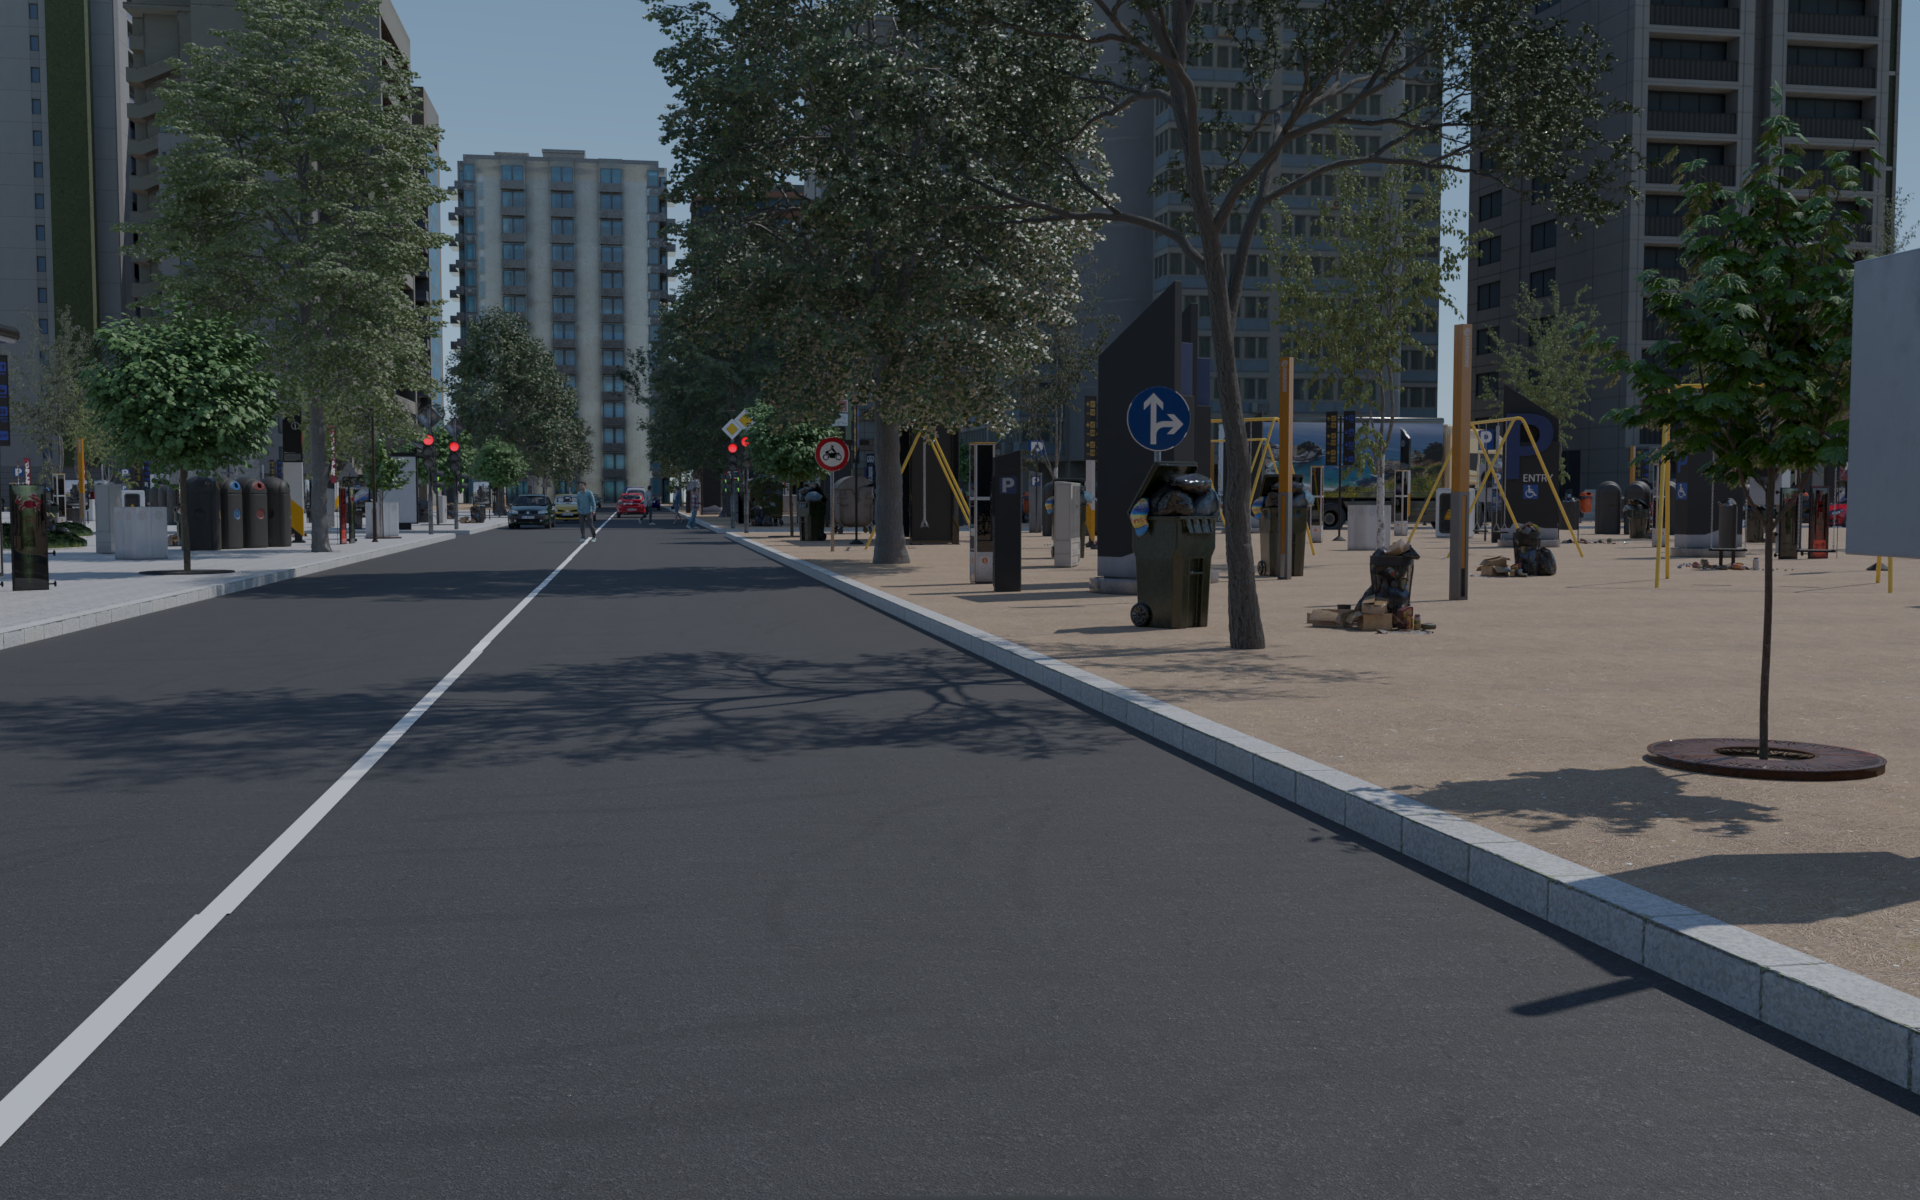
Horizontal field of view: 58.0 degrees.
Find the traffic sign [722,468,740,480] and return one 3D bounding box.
[{"bbox_3d":[-8.801,-4.108,67.175,0.884,2.594,0.081,0,4,-3],"label":"traffic sign"}]

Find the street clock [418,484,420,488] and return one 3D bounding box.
[{"bbox_3d":[-27.288,-5.024,86.716,0.471,2.002,0.358,2,4,33],"label":"street clock"}]

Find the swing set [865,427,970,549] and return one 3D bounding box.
[{"bbox_3d":[-0.856,-2.690,41.598,2.862,2.851,3.119,0,4,-3],"label":"swing set"}]

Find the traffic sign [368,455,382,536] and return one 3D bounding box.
[{"bbox_3d":[-17.049,-3.106,50.892,0.768,2.556,0.104,0,4,-6],"label":"traffic sign"}]

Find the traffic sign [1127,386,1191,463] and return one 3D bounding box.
[{"bbox_3d":[2.335,-1.247,20.499,0.768,2.556,0.104,0,4,-7],"label":"traffic sign"}]

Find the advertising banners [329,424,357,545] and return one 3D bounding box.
[{"bbox_3d":[-15.734,-2.932,44.131,0.090,3.025,2.074,0,4,-3],"label":"advertising banners"}]

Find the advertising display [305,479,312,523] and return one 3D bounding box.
[{"bbox_3d":[-28.871,-4.376,76.766,0.123,1.923,0.974,-2,4,-32],"label":"advertising display"}]

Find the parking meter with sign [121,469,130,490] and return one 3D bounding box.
[{"bbox_3d":[-57.643,-7.537,119.494,0.543,3.016,1.738,-1,4,-21],"label":"parking meter with sign"}]

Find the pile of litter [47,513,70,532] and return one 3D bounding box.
[{"bbox_3d":[-23.316,-1.840,44.041,1.719,0.858,1.176,-2,4,-25],"label":"pile of litter"}]

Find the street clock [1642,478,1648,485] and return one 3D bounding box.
[{"bbox_3d":[31.171,-4.545,78.876,0.358,2.002,0.471,2,4,29],"label":"street clock"}]

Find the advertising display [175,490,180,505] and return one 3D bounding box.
[{"bbox_3d":[-24.196,-2.989,54.078,0.123,1.923,0.974,0,4,3],"label":"advertising display"}]

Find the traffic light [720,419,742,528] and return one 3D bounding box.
[{"bbox_3d":[-8.490,-4.621,64.481,0.839,4.253,0.868,-1,4,-11],"label":"traffic light"}]

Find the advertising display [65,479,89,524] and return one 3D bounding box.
[{"bbox_3d":[-38.105,-4.250,74.705,0.974,1.923,0.123,-1,4,-15],"label":"advertising display"}]

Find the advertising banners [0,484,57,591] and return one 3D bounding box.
[{"bbox_3d":[-12.825,-1.603,22.389,0.090,3.025,2.074,3,5,41],"label":"advertising banners"}]

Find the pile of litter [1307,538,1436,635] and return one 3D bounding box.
[{"bbox_3d":[3.941,-0.164,16.644,1.176,0.858,1.719,0,4,3],"label":"pile of litter"}]

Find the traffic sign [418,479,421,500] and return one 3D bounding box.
[{"bbox_3d":[-26.889,-5.246,85.870,0.768,2.556,0.104,0,4,-2],"label":"traffic sign"}]

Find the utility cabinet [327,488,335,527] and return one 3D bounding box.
[{"bbox_3d":[-24.316,-3.546,66.650,0.318,1.500,1.173,-2,4,-29],"label":"utility cabinet"}]

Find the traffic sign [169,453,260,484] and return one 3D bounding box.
[{"bbox_3d":[-19.025,-3.078,44.195,2.265,3.308,0.079,0,4,-3],"label":"traffic sign"}]

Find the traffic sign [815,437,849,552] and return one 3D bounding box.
[{"bbox_3d":[-2.849,-2.356,38.628,0.768,2.556,0.104,0,4,-7],"label":"traffic sign"}]

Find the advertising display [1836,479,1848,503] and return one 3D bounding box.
[{"bbox_3d":[37.076,-4.135,72.821,0.123,1.923,0.974,0,4,6],"label":"advertising display"}]

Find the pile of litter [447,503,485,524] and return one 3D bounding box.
[{"bbox_3d":[-21.558,-3.800,76.097,1.176,0.858,1.719,2,4,23],"label":"pile of litter"}]

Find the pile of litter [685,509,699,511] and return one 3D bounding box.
[{"bbox_3d":[-20.438,-7.265,132.753,1.176,0.858,1.719,-1,4,-20],"label":"pile of litter"}]

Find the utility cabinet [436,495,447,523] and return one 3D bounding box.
[{"bbox_3d":[-22.936,-4.004,76.630,0.306,1.237,1.020,0,4,-7],"label":"utility cabinet"}]

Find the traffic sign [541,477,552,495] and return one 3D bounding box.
[{"bbox_3d":[-31.610,-8.094,132.334,0.884,2.594,0.081,0,4,-5],"label":"traffic sign"}]

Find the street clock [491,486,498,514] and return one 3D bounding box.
[{"bbox_3d":[-30.638,-6.693,113.993,0.358,2.002,0.471,2,4,30],"label":"street clock"}]

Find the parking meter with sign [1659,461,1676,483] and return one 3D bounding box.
[{"bbox_3d":[34.882,-5.407,84.665,0.543,3.016,1.738,-1,4,-10],"label":"parking meter with sign"}]

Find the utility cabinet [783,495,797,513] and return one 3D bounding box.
[{"bbox_3d":[-11.679,-6.576,118.676,1.020,1.237,0.306,-2,4,-24],"label":"utility cabinet"}]

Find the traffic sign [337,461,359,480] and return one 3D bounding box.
[{"bbox_3d":[-23.840,-4.133,67.581,0.884,2.594,0.081,-1,4,-10],"label":"traffic sign"}]

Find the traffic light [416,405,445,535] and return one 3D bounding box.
[{"bbox_3d":[-16.753,-4.029,54.792,0.839,4.253,0.868,-1,4,-11],"label":"traffic light"}]

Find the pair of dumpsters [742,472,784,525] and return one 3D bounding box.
[{"bbox_3d":[-8.193,-4.281,72.490,1.574,2.255,4.437,-1,4,-11],"label":"pair of dumpsters"}]

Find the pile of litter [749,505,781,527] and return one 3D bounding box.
[{"bbox_3d":[-7.871,-3.341,68.596,1.719,0.858,1.176,2,4,35],"label":"pile of litter"}]

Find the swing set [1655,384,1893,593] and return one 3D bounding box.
[{"bbox_3d":[11.280,-1.632,24.306,3.119,2.851,2.862,2,4,25],"label":"swing set"}]

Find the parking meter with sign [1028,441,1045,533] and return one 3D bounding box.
[{"bbox_3d":[2.520,-3.743,57.465,0.543,3.016,1.738,0,4,1],"label":"parking meter with sign"}]

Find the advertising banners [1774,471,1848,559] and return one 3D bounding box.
[{"bbox_3d":[16.993,-2.329,34.265,2.074,3.025,0.090,-1,4,-19],"label":"advertising banners"}]

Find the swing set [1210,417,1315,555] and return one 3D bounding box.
[{"bbox_3d":[5.536,-2.361,36.220,2.862,2.851,3.119,-3,5,-44],"label":"swing set"}]

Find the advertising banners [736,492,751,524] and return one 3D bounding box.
[{"bbox_3d":[-8.761,-4.828,75.119,2.074,3.025,0.090,-2,4,-32],"label":"advertising banners"}]

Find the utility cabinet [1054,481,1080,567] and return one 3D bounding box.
[{"bbox_3d":[1.912,-1.342,30.624,0.318,1.500,1.173,1,4,12],"label":"utility cabinet"}]

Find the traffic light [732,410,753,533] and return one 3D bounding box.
[{"bbox_3d":[-7.015,-4.141,56.632,0.839,4.253,0.868,-1,4,-11],"label":"traffic light"}]

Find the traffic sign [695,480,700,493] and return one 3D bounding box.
[{"bbox_3d":[-17.976,-7.182,119.554,0.606,2.300,0.079,0,4,-6],"label":"traffic sign"}]

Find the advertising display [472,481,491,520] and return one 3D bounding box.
[{"bbox_3d":[-23.907,-4.978,86.596,0.974,1.923,0.123,1,4,17],"label":"advertising display"}]

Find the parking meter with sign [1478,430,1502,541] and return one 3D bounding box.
[{"bbox_3d":[14.994,-3.134,47.509,1.738,3.016,0.543,-2,4,-33],"label":"parking meter with sign"}]

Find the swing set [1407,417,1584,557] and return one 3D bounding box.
[{"bbox_3d":[11.174,-2.383,36.587,2.862,2.851,3.119,0,4,-4],"label":"swing set"}]

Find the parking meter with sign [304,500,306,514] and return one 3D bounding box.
[{"bbox_3d":[-43.081,-7.115,112.597,0.543,3.016,1.738,0,4,2],"label":"parking meter with sign"}]

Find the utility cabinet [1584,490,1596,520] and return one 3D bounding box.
[{"bbox_3d":[31.425,-4.696,85.458,1.173,1.500,0.318,2,4,35],"label":"utility cabinet"}]

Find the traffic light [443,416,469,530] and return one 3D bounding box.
[{"bbox_3d":[-18.228,-4.509,62.641,0.839,4.253,0.868,-1,4,-11],"label":"traffic light"}]

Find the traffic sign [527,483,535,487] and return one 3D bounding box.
[{"bbox_3d":[-33.290,-8.233,134.719,0.768,2.556,0.104,0,4,-2],"label":"traffic sign"}]

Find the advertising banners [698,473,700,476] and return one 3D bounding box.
[{"bbox_3d":[-20.054,-8.740,139.079,2.074,3.025,0.090,-1,4,-19],"label":"advertising banners"}]

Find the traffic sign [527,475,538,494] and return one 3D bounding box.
[{"bbox_3d":[-28.819,-7.139,116.825,0.768,2.556,0.104,0,4,-5],"label":"traffic sign"}]

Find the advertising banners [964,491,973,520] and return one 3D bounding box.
[{"bbox_3d":[-0.244,-5.376,84.084,2.074,3.025,0.090,-2,4,-25],"label":"advertising banners"}]

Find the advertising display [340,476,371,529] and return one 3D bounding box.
[{"bbox_3d":[-22.073,-3.556,63.358,0.974,1.923,0.123,0,4,-3],"label":"advertising display"}]

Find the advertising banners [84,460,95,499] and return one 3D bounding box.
[{"bbox_3d":[-44.214,-5.641,88.418,0.090,3.025,2.074,1,4,14],"label":"advertising banners"}]

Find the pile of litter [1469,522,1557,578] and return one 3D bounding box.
[{"bbox_3d":[8.654,-0.809,27.187,1.719,0.858,1.176,-2,4,-24],"label":"pile of litter"}]

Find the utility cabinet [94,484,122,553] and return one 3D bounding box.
[{"bbox_3d":[-18.473,-1.766,37.560,0.318,1.500,1.173,-1,4,-15],"label":"utility cabinet"}]

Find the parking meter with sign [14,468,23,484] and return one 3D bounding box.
[{"bbox_3d":[-63.266,-7.371,116.771,0.543,3.016,1.738,-1,4,-18],"label":"parking meter with sign"}]

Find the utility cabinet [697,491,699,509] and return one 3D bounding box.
[{"bbox_3d":[-20.389,-7.780,135.877,0.318,1.500,1.173,1,4,23],"label":"utility cabinet"}]
